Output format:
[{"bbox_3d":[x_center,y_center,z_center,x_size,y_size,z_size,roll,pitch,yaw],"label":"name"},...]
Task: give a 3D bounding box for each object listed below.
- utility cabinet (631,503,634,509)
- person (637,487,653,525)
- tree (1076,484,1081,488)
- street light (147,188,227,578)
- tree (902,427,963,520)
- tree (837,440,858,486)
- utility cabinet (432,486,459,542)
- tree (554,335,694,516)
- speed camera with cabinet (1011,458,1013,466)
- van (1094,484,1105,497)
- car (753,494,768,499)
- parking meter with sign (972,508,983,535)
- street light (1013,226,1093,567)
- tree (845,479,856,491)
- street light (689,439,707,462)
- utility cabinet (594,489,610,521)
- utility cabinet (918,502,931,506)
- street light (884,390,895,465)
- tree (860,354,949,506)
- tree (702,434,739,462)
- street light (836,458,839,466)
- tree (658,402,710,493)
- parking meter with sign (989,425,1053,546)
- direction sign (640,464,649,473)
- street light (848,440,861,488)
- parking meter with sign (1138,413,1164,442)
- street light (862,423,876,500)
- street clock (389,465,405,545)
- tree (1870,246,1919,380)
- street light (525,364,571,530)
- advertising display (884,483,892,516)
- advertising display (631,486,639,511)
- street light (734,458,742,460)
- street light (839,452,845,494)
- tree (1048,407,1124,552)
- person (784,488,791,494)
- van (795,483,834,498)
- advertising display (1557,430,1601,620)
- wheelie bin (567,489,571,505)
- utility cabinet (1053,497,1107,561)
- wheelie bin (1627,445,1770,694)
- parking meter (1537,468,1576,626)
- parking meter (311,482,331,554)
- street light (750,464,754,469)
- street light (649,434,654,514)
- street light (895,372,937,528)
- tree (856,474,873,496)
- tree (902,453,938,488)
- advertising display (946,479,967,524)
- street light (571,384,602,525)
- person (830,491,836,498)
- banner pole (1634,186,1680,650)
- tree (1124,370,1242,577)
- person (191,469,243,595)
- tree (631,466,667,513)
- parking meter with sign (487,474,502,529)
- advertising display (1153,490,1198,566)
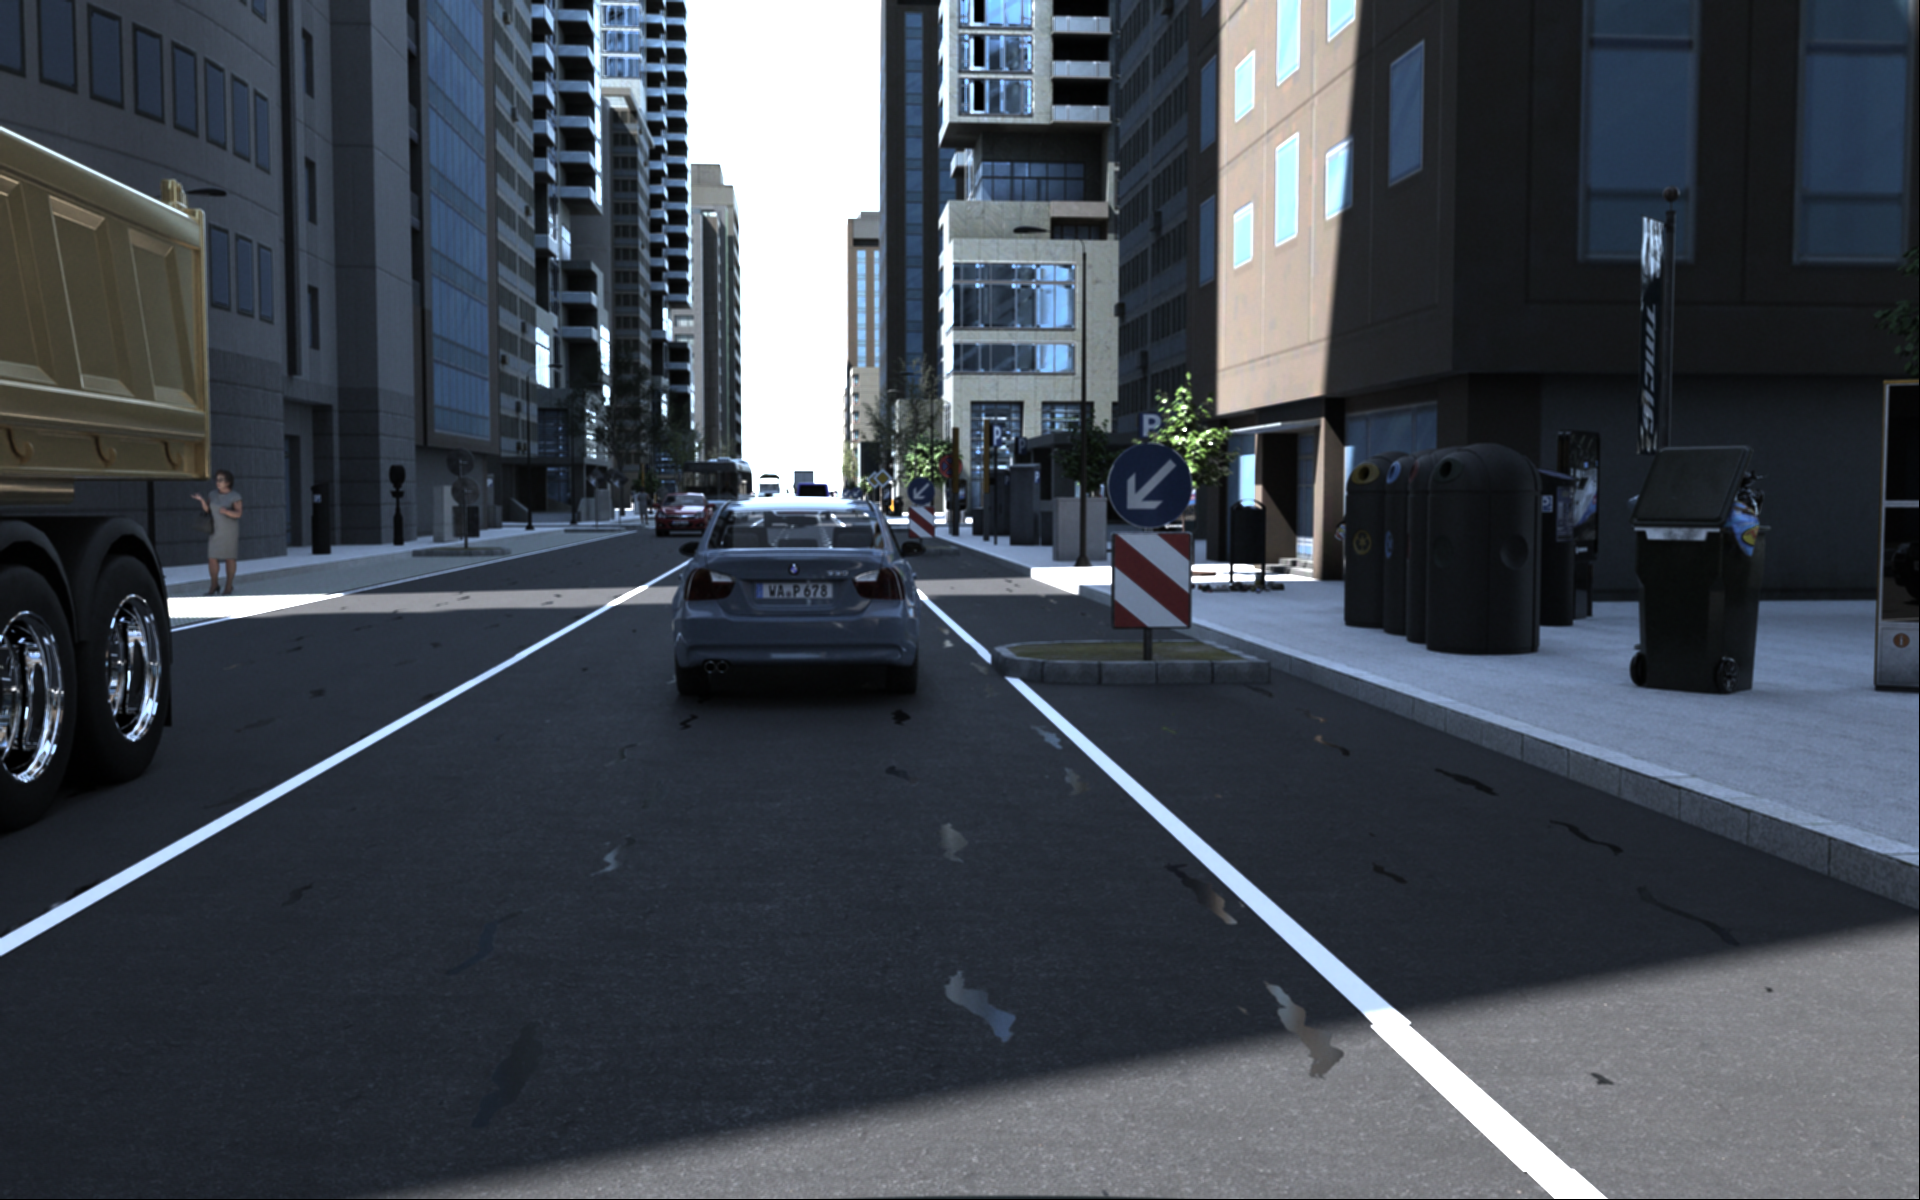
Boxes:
[{"bbox_3d":[-27.142,-8.228,145.682,1.020,1.237,0.306,1,4,12],"label":"utility cabinet"},{"bbox_3d":[-14.586,-4.370,80.303,0.716,1.782,0.532,0,4,-1],"label":"person"},{"bbox_3d":[7.420,-6.720,93.589,4.285,4.588,4.351,0,3,0],"label":"tree"},{"bbox_3d":[-11.817,-3.292,26.366,1.470,5.913,1.316,0,4,-5],"label":"street light"},{"bbox_3d":[-1.371,-6.203,85.130,4.285,4.588,4.351,0,3,0],"label":"tree"},{"bbox_3d":[-14.622,-17.233,232.129,4.737,8.622,4.395,0,3,0],"label":"tree"},{"bbox_3d":[-13.764,-2.302,46.319,0.318,1.500,1.173,0,4,3],"label":"utility cabinet"},{"bbox_3d":[-19.682,-10.199,101.174,8.767,10.594,7.601,0,4,-2],"label":"tree"},{"bbox_3d":[2.166,-6.137,94.671,2.038,3.252,0.660,3,5,40],"label":"speed camera with cabinet"},{"bbox_3d":[7.593,-3.976,72.011,4.112,2.044,2.013,0,4,-5],"label":"van"},{"bbox_3d":[-20.125,-10.042,172.990,1.959,1.807,4.718,0,4,-6],"label":"car"},{"bbox_3d":[1.174,-3.494,53.387,1.738,3.016,0.543,2,4,34],"label":"parking meter with sign"},{"bbox_3d":[1.623,-3.527,30.216,1.470,5.913,1.316,0,4,-5],"label":"street light"},{"bbox_3d":[-12.348,-12.545,199.719,1.663,3.219,1.824,0,3,0],"label":"tree"},{"bbox_3d":[-22.494,-10.807,149.241,1.470,5.913,1.316,0,4,-5],"label":"street light"},{"bbox_3d":[-16.805,-4.448,81.411,0.318,1.500,1.173,1,4,10],"label":"utility cabinet"},{"bbox_3d":[-1.937,-5.242,94.387,0.318,1.500,1.173,-1,4,-23],"label":"utility cabinet"},{"bbox_3d":[-2.523,-6.421,77.517,1.470,5.913,1.316,0,4,-5],"label":"street light"},{"bbox_3d":[-2.667,-8.566,90.416,4.360,8.622,3.978,0,3,0],"label":"tree"},{"bbox_3d":[-28.554,-15.761,208.057,4.360,8.622,3.978,0,3,0],"label":"tree"},{"bbox_3d":[-16.209,-16.119,236.090,1.470,5.913,1.316,0,4,-5],"label":"street light"},{"bbox_3d":[-22.064,-11.362,136.137,4.737,8.622,4.395,0,3,0],"label":"tree"},{"bbox_3d":[1.632,-2.882,43.377,1.738,3.016,0.543,2,4,28],"label":"parking meter with sign"},{"bbox_3d":[-23.510,-8.389,129.161,0.876,3.537,0.379,2,4,32],"label":"direction sign"},{"bbox_3d":[-9.151,-11.070,153.537,1.470,5.913,1.316,0,4,-5],"label":"street light"},{"bbox_3d":[4.156,-2.451,36.328,0.543,3.016,1.738,0,4,-4],"label":"parking meter with sign"},{"bbox_3d":[-5.504,-8.609,113.297,1.470,5.913,1.316,0,4,-5],"label":"street light"},{"bbox_3d":[-14.085,-2.375,43.396,0.358,2.002,0.471,-3,5,-40],"label":"street clock"},{"bbox_3d":[10.802,-2.041,17.084,4.285,4.588,4.351,0,3,0],"label":"tree"},{"bbox_3d":[-14.872,-5.467,61.922,1.470,5.913,1.316,0,4,-5],"label":"street light"},{"bbox_3d":[-4.277,-5.907,101.786,0.123,1.923,0.974,-2,4,-29],"label":"advertising display"},{"bbox_3d":[-24.461,-7.710,131.279,0.974,1.923,0.123,1,4,18],"label":"advertising display"},{"bbox_3d":[-29.756,-15.876,232.116,1.470,5.913,1.316,0,4,-5],"label":"street light"},{"bbox_3d":[-12.156,-13.245,189.097,1.470,5.913,1.316,0,4,-5],"label":"street light"},{"bbox_3d":[3.012,-2.683,38.467,1.663,3.219,1.824,0,3,0],"label":"tree"},{"bbox_3d":[-10.239,-5.774,103.089,0.511,1.800,0.466,0,4,-1],"label":"person"},{"bbox_3d":[-8.216,-5.681,97.275,2.240,2.365,5.245,0,4,-4],"label":"van"},{"bbox_3d":[6.337,-0.768,17.770,0.123,1.923,0.974,3,4,38],"label":"advertising display"},{"bbox_3d":[-22.601,-5.731,101.613,0.980,1.594,0.693,-2,4,-27],"label":"wheelie bin"},{"bbox_3d":[2.310,-1.360,33.398,1.020,1.237,0.306,-1,4,-16],"label":"utility cabinet"},{"bbox_3d":[4.859,-0.215,11.430,0.693,1.594,0.980,-3,4,-38],"label":"wheelie bin"},{"bbox_3d":[5.809,-0.521,16.925,0.372,1.533,0.369,0,3,0],"label":"parking meter"},{"bbox_3d":[-13.645,-1.747,36.969,0.372,1.533,0.369,0,3,0],"label":"parking meter"},{"bbox_3d":[-32.749,-18.062,267.853,1.470,5.913,1.316,0,4,-5],"label":"street light"},{"bbox_3d":[-18.998,-8.374,109.450,1.470,5.913,1.316,0,4,-5],"label":"street light"},{"bbox_3d":[-1.606,-5.724,66.123,1.470,5.913,1.316,0,4,-5],"label":"street light"},{"bbox_3d":[-8.585,-10.325,163.415,1.663,3.219,1.824,0,3,0],"label":"tree"},{"bbox_3d":[-1.789,-5.294,81.150,1.663,3.219,1.824,0,3,0],"label":"tree"},{"bbox_3d":[-0.157,-4.302,75.547,0.974,1.923,0.123,2,4,27],"label":"advertising display"},{"bbox_3d":[-15.770,-6.143,72.979,1.470,5.913,1.316,0,4,-5],"label":"street light"},{"bbox_3d":[-11.029,-8.739,152.326,0.756,1.711,0.436,3,5,40],"label":"person"},{"bbox_3d":[5.625,-1.467,14.007,0.401,3.779,0.863,3,5,41],"label":"banner pole"},{"bbox_3d":[3.544,-1.990,27.138,1.663,3.219,1.824,0,3,0],"label":"tree"},{"bbox_3d":[-10.493,-0.949,24.376,0.716,1.782,0.532,0,4,8],"label":"person"},{"bbox_3d":[-20.826,-7.473,116.785,1.663,3.219,1.824,0,3,0],"label":"tree"},{"bbox_3d":[-17.847,-4.198,64.891,1.738,3.016,0.543,3,4,36],"label":"parking meter with sign"},{"bbox_3d":[3.790,-1.571,30.894,0.974,1.923,0.123,-1,4,-22],"label":"advertising display"}]
